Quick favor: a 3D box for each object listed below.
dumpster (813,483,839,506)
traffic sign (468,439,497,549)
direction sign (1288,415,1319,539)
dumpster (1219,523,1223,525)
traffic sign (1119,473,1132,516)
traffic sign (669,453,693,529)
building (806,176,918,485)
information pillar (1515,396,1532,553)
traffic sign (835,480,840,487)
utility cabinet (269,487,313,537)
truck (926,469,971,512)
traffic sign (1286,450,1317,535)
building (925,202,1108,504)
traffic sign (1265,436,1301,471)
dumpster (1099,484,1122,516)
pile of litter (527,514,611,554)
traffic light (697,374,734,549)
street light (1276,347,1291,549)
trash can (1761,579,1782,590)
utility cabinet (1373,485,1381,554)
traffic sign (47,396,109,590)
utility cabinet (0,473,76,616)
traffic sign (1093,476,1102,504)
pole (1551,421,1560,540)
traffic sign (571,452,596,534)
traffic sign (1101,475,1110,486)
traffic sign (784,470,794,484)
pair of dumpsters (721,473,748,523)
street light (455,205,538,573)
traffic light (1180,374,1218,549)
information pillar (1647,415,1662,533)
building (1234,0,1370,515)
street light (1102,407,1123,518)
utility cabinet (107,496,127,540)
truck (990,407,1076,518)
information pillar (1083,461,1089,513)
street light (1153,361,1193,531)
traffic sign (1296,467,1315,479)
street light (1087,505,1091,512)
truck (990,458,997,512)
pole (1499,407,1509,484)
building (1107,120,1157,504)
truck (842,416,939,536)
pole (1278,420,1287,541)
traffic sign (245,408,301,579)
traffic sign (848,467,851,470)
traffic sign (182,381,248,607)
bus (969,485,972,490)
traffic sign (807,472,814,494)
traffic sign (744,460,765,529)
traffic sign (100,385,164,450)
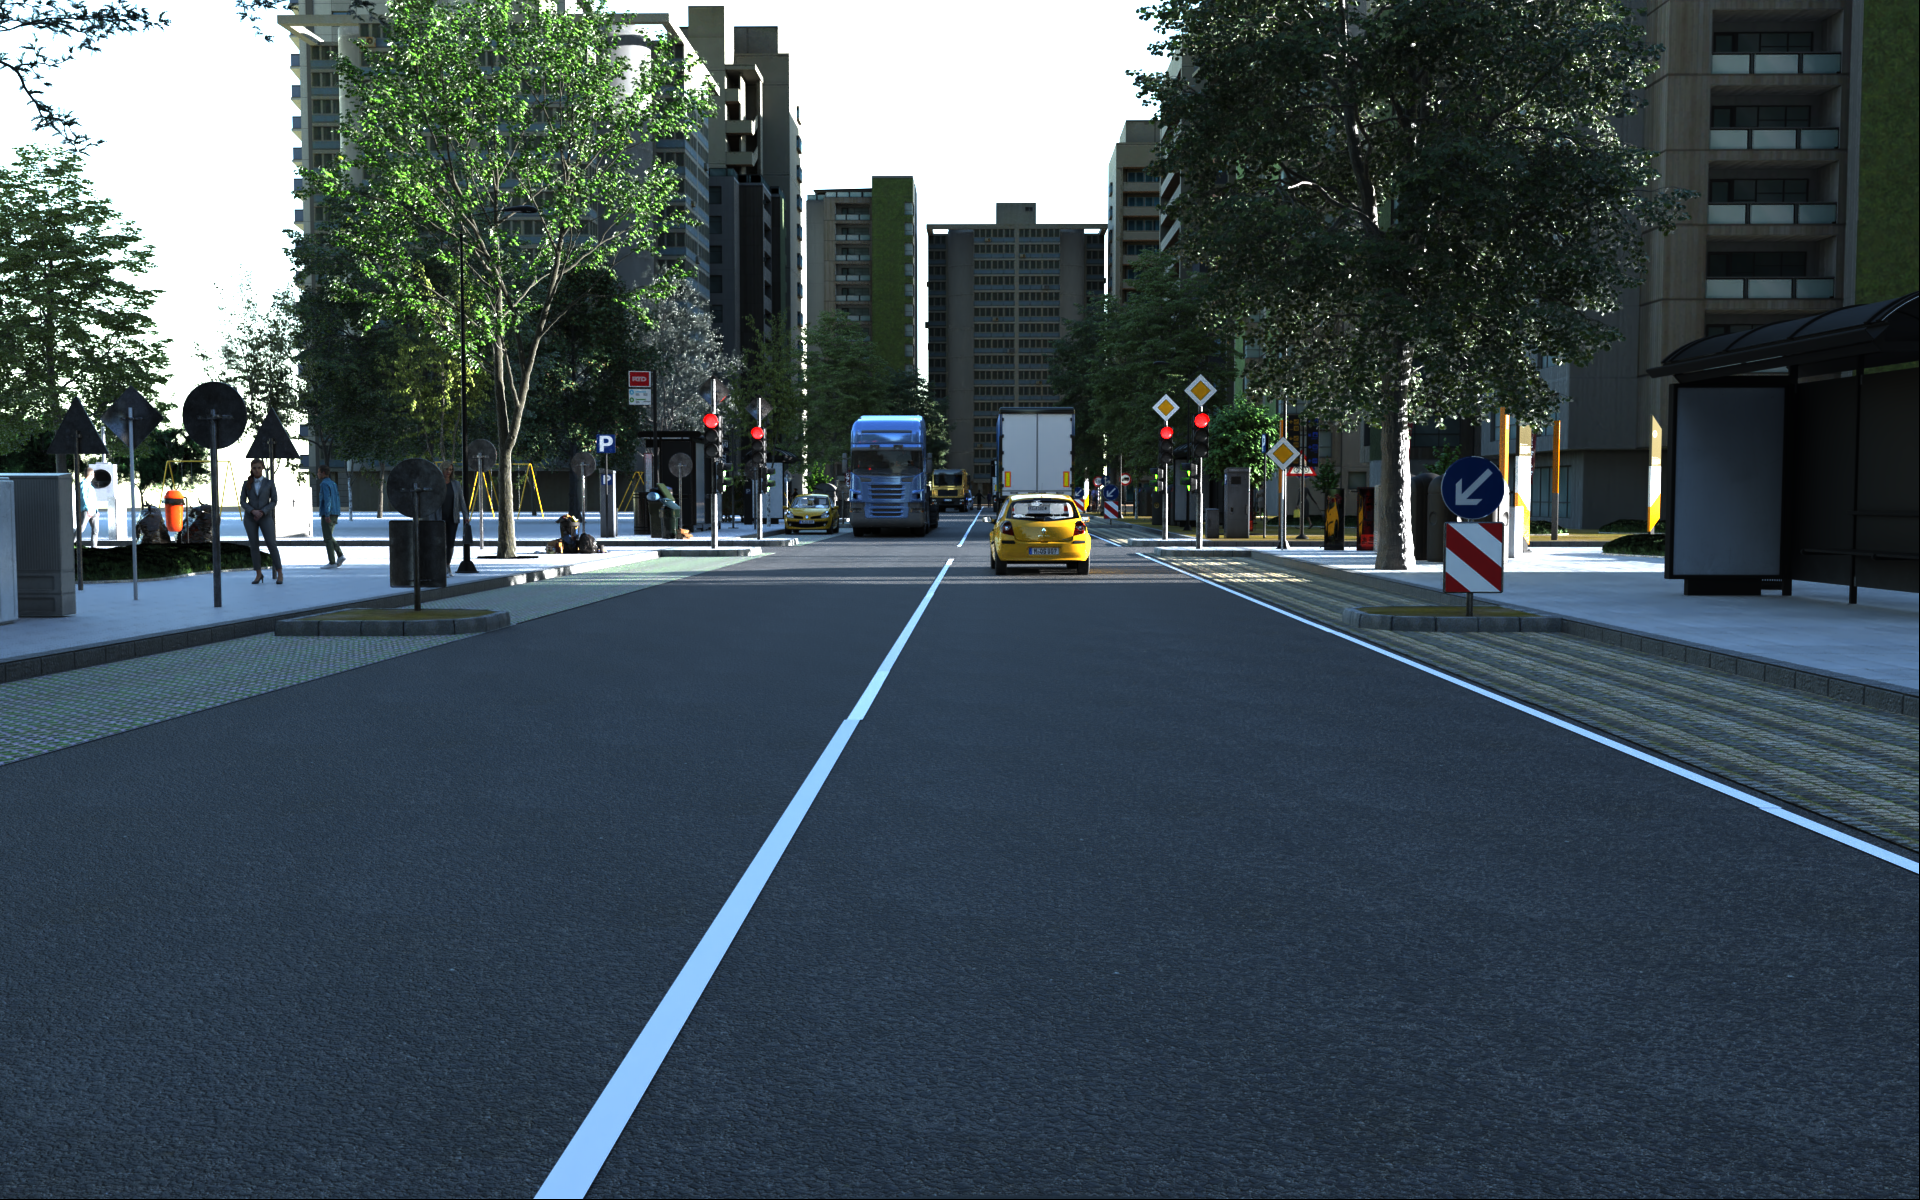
[{"bbox_3d":[-7.069,-5.217,91.056,1.264,1.857,1.865,0,4,1],"label":"dumpster"},{"bbox_3d":[-11.085,-2.444,40.073,0.768,2.556,0.104,1,4,9],"label":"traffic sign"},{"bbox_3d":[9.831,-3.525,49.639,0.876,3.537,0.379,1,4,18],"label":"direction sign"},{"bbox_3d":[11.075,-4.215,71.413,1.502,2.255,1.985,0,4,1],"label":"dumpster"},{"bbox_3d":[9.877,-6.324,103.496,0.768,2.556,0.104,0,4,5],"label":"traffic sign"},{"bbox_3d":[-8.619,-3.259,53.396,0.768,2.556,0.104,1,4,8],"label":"traffic sign"},{"bbox_3d":[-12.608,-33.112,224.975,14.086,41.232,14.154,0,4,1],"label":"building"},{"bbox_3d":[12.308,-2.843,37.832,0.504,3.616,0.183,-3,5,-40],"label":"information pillar"},{"bbox_3d":[-8.804,-7.360,122.463,0.606,2.300,0.079,0,4,3],"label":"traffic sign"},{"bbox_3d":[-19.671,-2.581,50.877,1.173,1.500,0.318,-2,4,-31],"label":"utility cabinet"},{"bbox_3d":[-0.758,-8.646,137.286,3.469,3.379,9.791,0,4,3],"label":"truck"},{"bbox_3d":[10.038,-3.118,50.978,0.884,2.594,0.081,0,4,8],"label":"traffic sign"},{"bbox_3d":[7.460,-33.133,233.601,23.993,40.220,32.217,0,4,1],"label":"building"},{"bbox_3d":[7.361,-2.426,39.395,0.795,2.593,0.064,0,4,7],"label":"traffic sign"},{"bbox_3d":[8.923,-5.906,102.328,1.264,1.857,1.865,0,4,1],"label":"dumpster"},{"bbox_3d":[-8.473,-1.442,37.536,1.719,0.858,1.176,0,4,8],"label":"pile of litter"},{"bbox_3d":[-5.769,-3.167,40.707,0.839,4.253,0.868,0,4,1],"label":"traffic light"},{"bbox_3d":[7.048,-4.155,40.483,1.470,5.913,1.316,0,4,1],"label":"street light"},{"bbox_3d":[10.912,-0.721,23.442,0.748,1.137,0.748,0,3,0],"label":"trash can"},{"bbox_3d":[9.030,-1.734,37.033,0.318,1.500,1.173,1,4,10],"label":"utility cabinet"},{"bbox_3d":[-11.737,-1.409,23.041,0.884,2.594,0.081,0,4,7],"label":"traffic sign"},{"bbox_3d":[-9.908,-0.574,18.064,1.173,1.500,0.318,0,4,-1],"label":"utility cabinet"},{"bbox_3d":[9.714,-7.436,121.680,0.768,2.556,0.104,0,4,8],"label":"traffic sign"},{"bbox_3d":[16.561,-3.322,48.151,0.158,3.312,0.155,0,3,0],"label":"pole"},{"bbox_3d":[-11.299,-3.170,51.928,0.768,2.556,0.104,0,4,8],"label":"traffic sign"},{"bbox_3d":[9.992,-7.227,118.273,0.768,2.556,0.104,0,4,7],"label":"traffic sign"},{"bbox_3d":[-9.258,-5.681,92.617,0.795,2.593,0.064,0,4,6],"label":"traffic sign"},{"bbox_3d":[-10.197,-4.701,79.361,1.574,2.255,4.437,0,4,1],"label":"pair of dumpsters"},{"bbox_3d":[-7.490,-3.393,28.017,1.470,5.913,1.316,0,4,1],"label":"street light"},{"bbox_3d":[5.591,-3.156,40.522,0.839,4.253,0.868,0,4,1],"label":"traffic light"},{"bbox_3d":[20.602,-3.672,51.386,0.504,3.616,0.183,-2,4,-34],"label":"information pillar"},{"bbox_3d":[27.518,-27.298,129.922,14.154,41.232,14.086,0,4,1],"label":"building"},{"bbox_3d":[7.990,-7.306,92.000,1.470,5.913,1.316,0,4,1],"label":"street light"},{"bbox_3d":[-23.748,-2.303,48.819,0.306,1.237,1.020,-3,4,-37],"label":"utility cabinet"},{"bbox_3d":[2.537,-4.438,61.469,2.839,4.237,11.283,0,4,1],"label":"truck"},{"bbox_3d":[8.546,-7.701,117.266,0.183,3.616,0.504,2,4,35],"label":"information pillar"},{"bbox_3d":[7.458,-5.390,60.675,1.470,5.913,1.316,0,4,1],"label":"street light"},{"bbox_3d":[11.303,-3.485,57.082,0.768,2.556,0.104,0,4,7],"label":"traffic sign"},{"bbox_3d":[8.645,-9.240,123.612,1.470,5.913,1.316,0,4,1],"label":"street light"},{"bbox_3d":[3.874,-9.269,140.464,2.839,4.237,11.283,0,4,1],"label":"truck"},{"bbox_3d":[12.749,-2.861,40.627,0.158,3.312,0.155,0,3,0],"label":"pole"},{"bbox_3d":[30.156,-36.927,227.463,21.600,48.544,21.300,0,4,1],"label":"building"},{"bbox_3d":[-2.266,-4.616,65.227,2.967,4.110,18.799,0,4,1],"label":"truck"},{"bbox_3d":[8.904,-3.301,47.814,0.158,3.312,0.155,0,3,0],"label":"pole"},{"bbox_3d":[-10.350,-1.595,26.081,0.884,2.594,0.081,1,4,8],"label":"traffic sign"},{"bbox_3d":[-6.916,-7.988,124.470,2.265,3.308,0.079,0,4,3],"label":"traffic sign"},{"bbox_3d":[-8.428,-1.192,19.589,0.768,2.556,0.104,0,4,5],"label":"traffic sign"},{"bbox_3d":[-0.187,-11.530,183.373,2.948,3.499,13.247,0,4,0],"label":"bus"},{"bbox_3d":[-8.282,-5.964,97.619,0.768,2.556,0.104,0,4,4],"label":"traffic sign"},{"bbox_3d":[-7.428,-3.831,62.747,0.768,2.556,0.104,0,4,3],"label":"traffic sign"},{"bbox_3d":[-10.036,-1.301,21.007,0.795,2.593,0.064,0,4,3],"label":"traffic sign"}]
